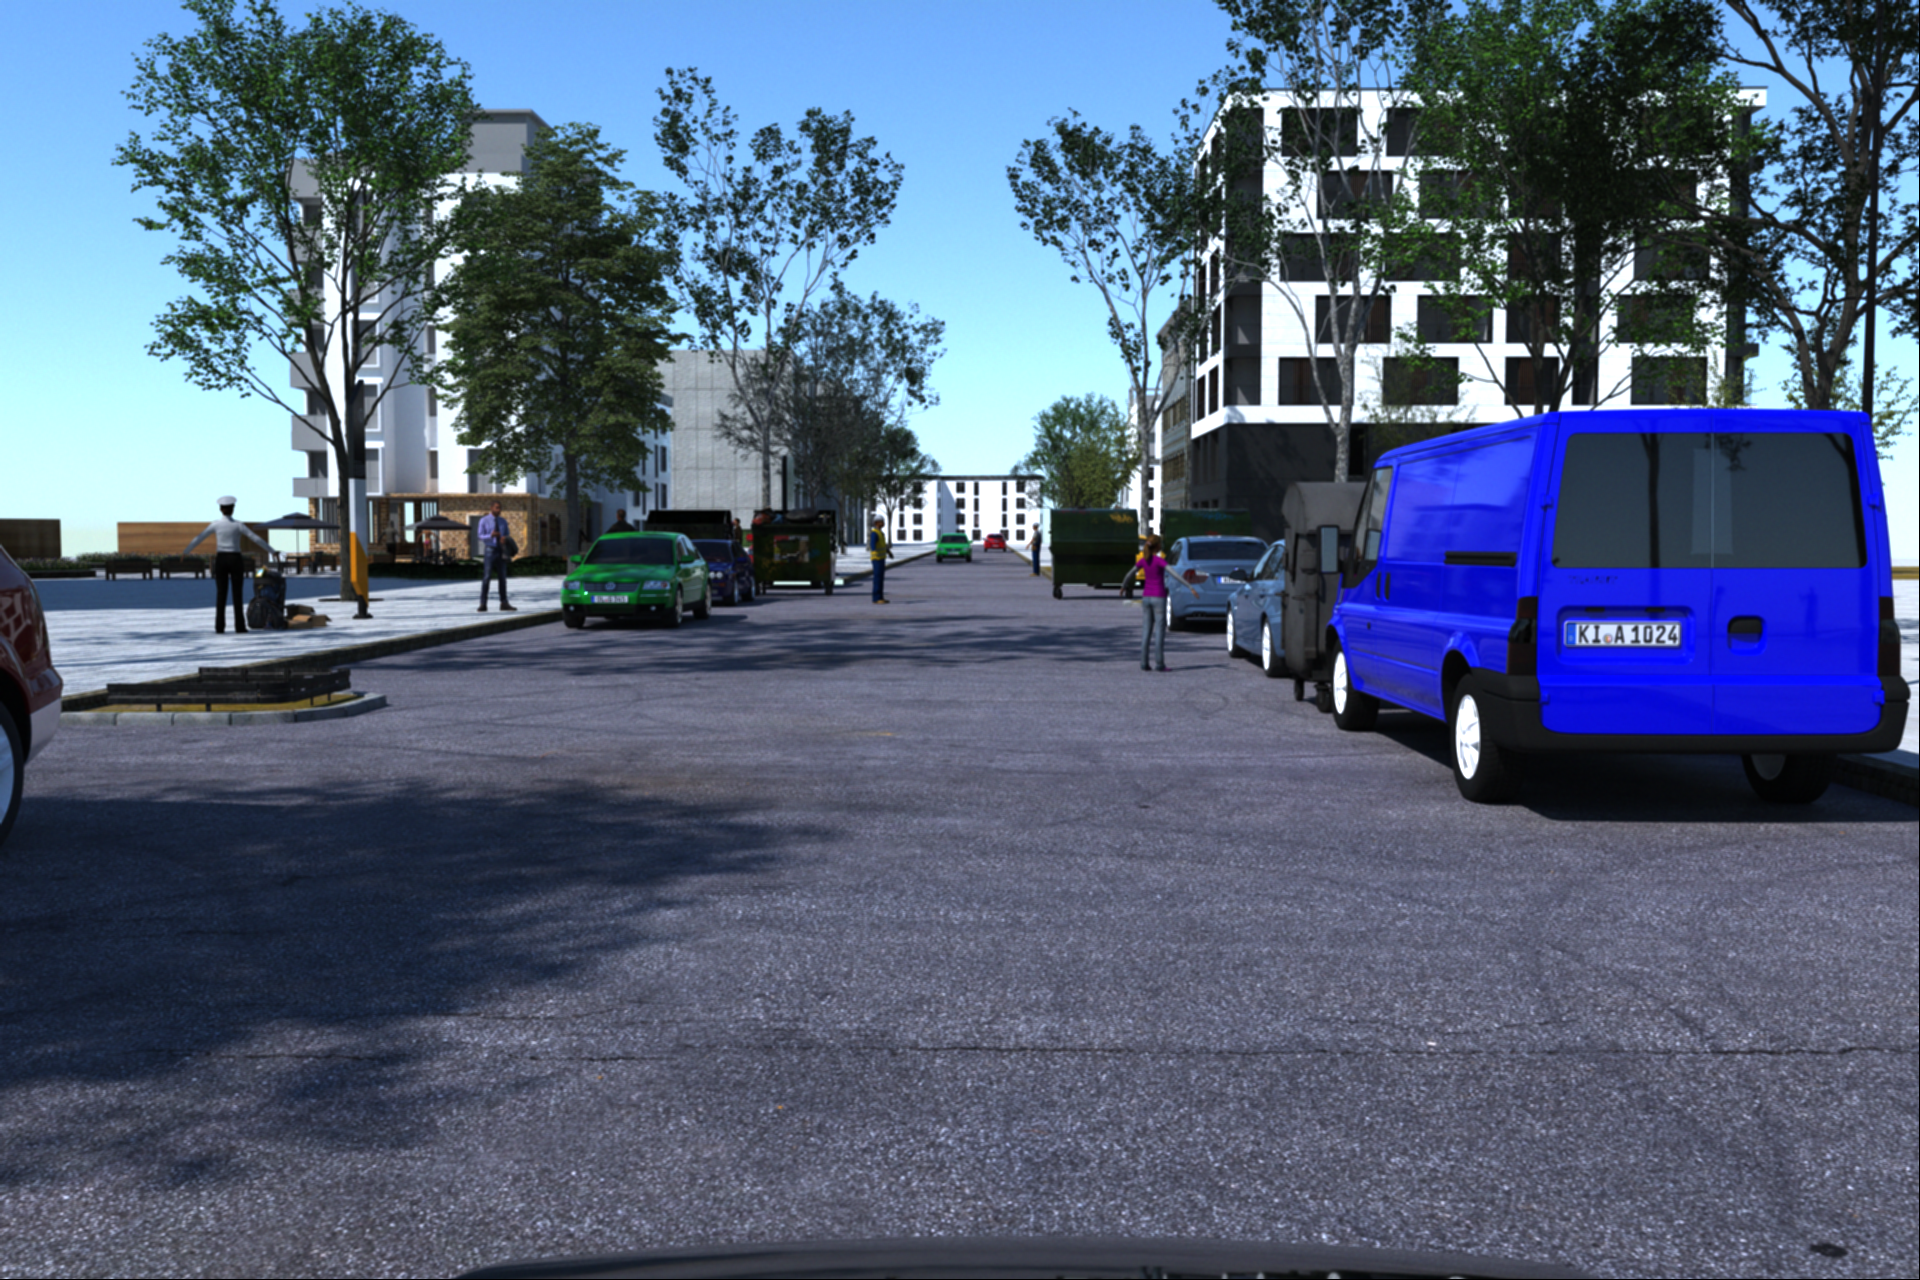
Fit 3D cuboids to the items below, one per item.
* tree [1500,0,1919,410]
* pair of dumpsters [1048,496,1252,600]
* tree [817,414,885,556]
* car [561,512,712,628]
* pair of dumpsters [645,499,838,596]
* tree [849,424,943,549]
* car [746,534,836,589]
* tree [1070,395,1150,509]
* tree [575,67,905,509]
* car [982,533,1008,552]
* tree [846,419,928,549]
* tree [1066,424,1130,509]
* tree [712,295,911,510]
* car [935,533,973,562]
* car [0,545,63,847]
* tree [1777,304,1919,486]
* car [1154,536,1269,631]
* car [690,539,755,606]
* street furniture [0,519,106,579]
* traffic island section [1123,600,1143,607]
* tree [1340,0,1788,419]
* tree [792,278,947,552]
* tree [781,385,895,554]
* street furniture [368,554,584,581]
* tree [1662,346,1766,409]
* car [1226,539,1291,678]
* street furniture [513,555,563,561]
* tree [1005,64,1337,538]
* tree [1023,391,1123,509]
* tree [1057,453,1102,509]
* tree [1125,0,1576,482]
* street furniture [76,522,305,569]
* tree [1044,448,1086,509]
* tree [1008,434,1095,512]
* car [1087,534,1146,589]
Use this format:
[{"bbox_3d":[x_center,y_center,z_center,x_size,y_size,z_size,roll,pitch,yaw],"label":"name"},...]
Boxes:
[{"bbox_3d":[9.563,-5.213,19.644,7.601,10.594,8.767,-2,4,-28],"label":"tree"},{"bbox_3d":[4.177,-2.042,38.335,4.436,2.255,1.574,0,4,1],"label":"pair of dumpsters"},{"bbox_3d":[-6.891,-9.179,100.443,4.360,8.622,3.978,0,3,0],"label":"tree"},{"bbox_3d":[-5.134,-1.164,27.824,1.959,1.807,4.718,0,4,1],"label":"car"},{"bbox_3d":[-5.086,-2.171,40.445,4.436,2.255,1.574,0,4,1],"label":"pair of dumpsters"},{"bbox_3d":[-5.881,-12.814,143.917,8.767,10.594,7.601,-1,4,-17],"label":"tree"},{"bbox_3d":[-4.550,-2.336,46.868,2.281,1.827,5.304,0,4,1],"label":"car"},{"bbox_3d":[8.209,-8.651,91.809,4.737,8.622,4.395,0,3,0],"label":"tree"},{"bbox_3d":[-9.454,-13.226,72.132,12.611,20.169,13.585,0,3,0],"label":"tree"},{"bbox_3d":[2.862,-8.056,140.760,2.155,1.783,4.494,0,4,1],"label":"car"},{"bbox_3d":[-6.343,-13.975,154.244,9.928,11.665,9.643,0,3,0],"label":"tree"},{"bbox_3d":[9.018,-10.073,115.056,4.737,8.622,4.395,0,3,0],"label":"tree"},{"bbox_3d":[-7.583,-10.961,89.585,12.009,13.543,11.850,0,3,0],"label":"tree"},{"bbox_3d":[-0.299,-4.898,88.882,1.959,1.807,4.718,0,4,1],"label":"car"},{"bbox_3d":[-5.259,0.167,5.949,2.281,1.827,5.304,0,4,1],"label":"car"},{"bbox_3d":[27.828,-6.396,54.939,4.737,8.622,4.395,0,3,0],"label":"tree"},{"bbox_3d":[3.944,-0.903,26.767,2.014,1.417,4.499,0,4,1],"label":"car"},{"bbox_3d":[-5.261,-1.404,35.542,1.945,1.354,3.894,0,4,1],"label":"car"},{"bbox_3d":[-29.703,-2.561,48.734,11.010,1.723,9.812,1,4,23],"label":"street furniture"},{"bbox_3d":[4.292,-0.726,34.730,1.991,0.108,1.994,0,4,1],"label":"traffic island section"},{"bbox_3d":[10.540,-6.443,31.105,9.928,11.665,9.643,0,3,0],"label":"tree"},{"bbox_3d":[-6.938,-16.617,127.575,12.611,20.169,13.585,0,3,0],"label":"tree"},{"bbox_3d":[-7.732,-10.682,109.059,7.601,10.594,8.767,-1,4,-22],"label":"tree"},{"bbox_3d":[-14.390,-2.272,52.767,5.734,0.657,10.072,1,4,18],"label":"street furniture"},{"bbox_3d":[29.142,-7.121,66.784,4.737,8.622,4.395,0,3,0],"label":"tree"},{"bbox_3d":[3.950,-0.401,18.551,2.014,1.417,4.499,0,4,1],"label":"car"},{"bbox_3d":[-12.461,-3.205,68.030,10.072,0.657,5.734,-1,4,-14],"label":"street furniture"},{"bbox_3d":[8.829,-13.062,69.457,12.611,20.169,13.585,0,3,0],"label":"tree"},{"bbox_3d":[8.304,-12.277,126.489,9.928,11.665,9.643,0,3,0],"label":"tree"},{"bbox_3d":[9.462,-11.388,136.552,4.737,8.622,4.395,0,3,0],"label":"tree"},{"bbox_3d":[11.086,-11.763,48.222,12.611,20.169,13.585,0,3,0],"label":"tree"},{"bbox_3d":[-30.397,-3.631,66.227,9.812,1.723,11.010,1,4,11],"label":"street furniture"},{"bbox_3d":[9.026,-11.936,145.518,4.360,8.622,3.978,0,3,0],"label":"tree"},{"bbox_3d":[8.789,-13.403,153.551,8.767,10.594,7.601,-1,4,-22],"label":"tree"},{"bbox_3d":[4.332,-2.218,46.489,2.015,1.641,3.980,0,4,0],"label":"car"}]
